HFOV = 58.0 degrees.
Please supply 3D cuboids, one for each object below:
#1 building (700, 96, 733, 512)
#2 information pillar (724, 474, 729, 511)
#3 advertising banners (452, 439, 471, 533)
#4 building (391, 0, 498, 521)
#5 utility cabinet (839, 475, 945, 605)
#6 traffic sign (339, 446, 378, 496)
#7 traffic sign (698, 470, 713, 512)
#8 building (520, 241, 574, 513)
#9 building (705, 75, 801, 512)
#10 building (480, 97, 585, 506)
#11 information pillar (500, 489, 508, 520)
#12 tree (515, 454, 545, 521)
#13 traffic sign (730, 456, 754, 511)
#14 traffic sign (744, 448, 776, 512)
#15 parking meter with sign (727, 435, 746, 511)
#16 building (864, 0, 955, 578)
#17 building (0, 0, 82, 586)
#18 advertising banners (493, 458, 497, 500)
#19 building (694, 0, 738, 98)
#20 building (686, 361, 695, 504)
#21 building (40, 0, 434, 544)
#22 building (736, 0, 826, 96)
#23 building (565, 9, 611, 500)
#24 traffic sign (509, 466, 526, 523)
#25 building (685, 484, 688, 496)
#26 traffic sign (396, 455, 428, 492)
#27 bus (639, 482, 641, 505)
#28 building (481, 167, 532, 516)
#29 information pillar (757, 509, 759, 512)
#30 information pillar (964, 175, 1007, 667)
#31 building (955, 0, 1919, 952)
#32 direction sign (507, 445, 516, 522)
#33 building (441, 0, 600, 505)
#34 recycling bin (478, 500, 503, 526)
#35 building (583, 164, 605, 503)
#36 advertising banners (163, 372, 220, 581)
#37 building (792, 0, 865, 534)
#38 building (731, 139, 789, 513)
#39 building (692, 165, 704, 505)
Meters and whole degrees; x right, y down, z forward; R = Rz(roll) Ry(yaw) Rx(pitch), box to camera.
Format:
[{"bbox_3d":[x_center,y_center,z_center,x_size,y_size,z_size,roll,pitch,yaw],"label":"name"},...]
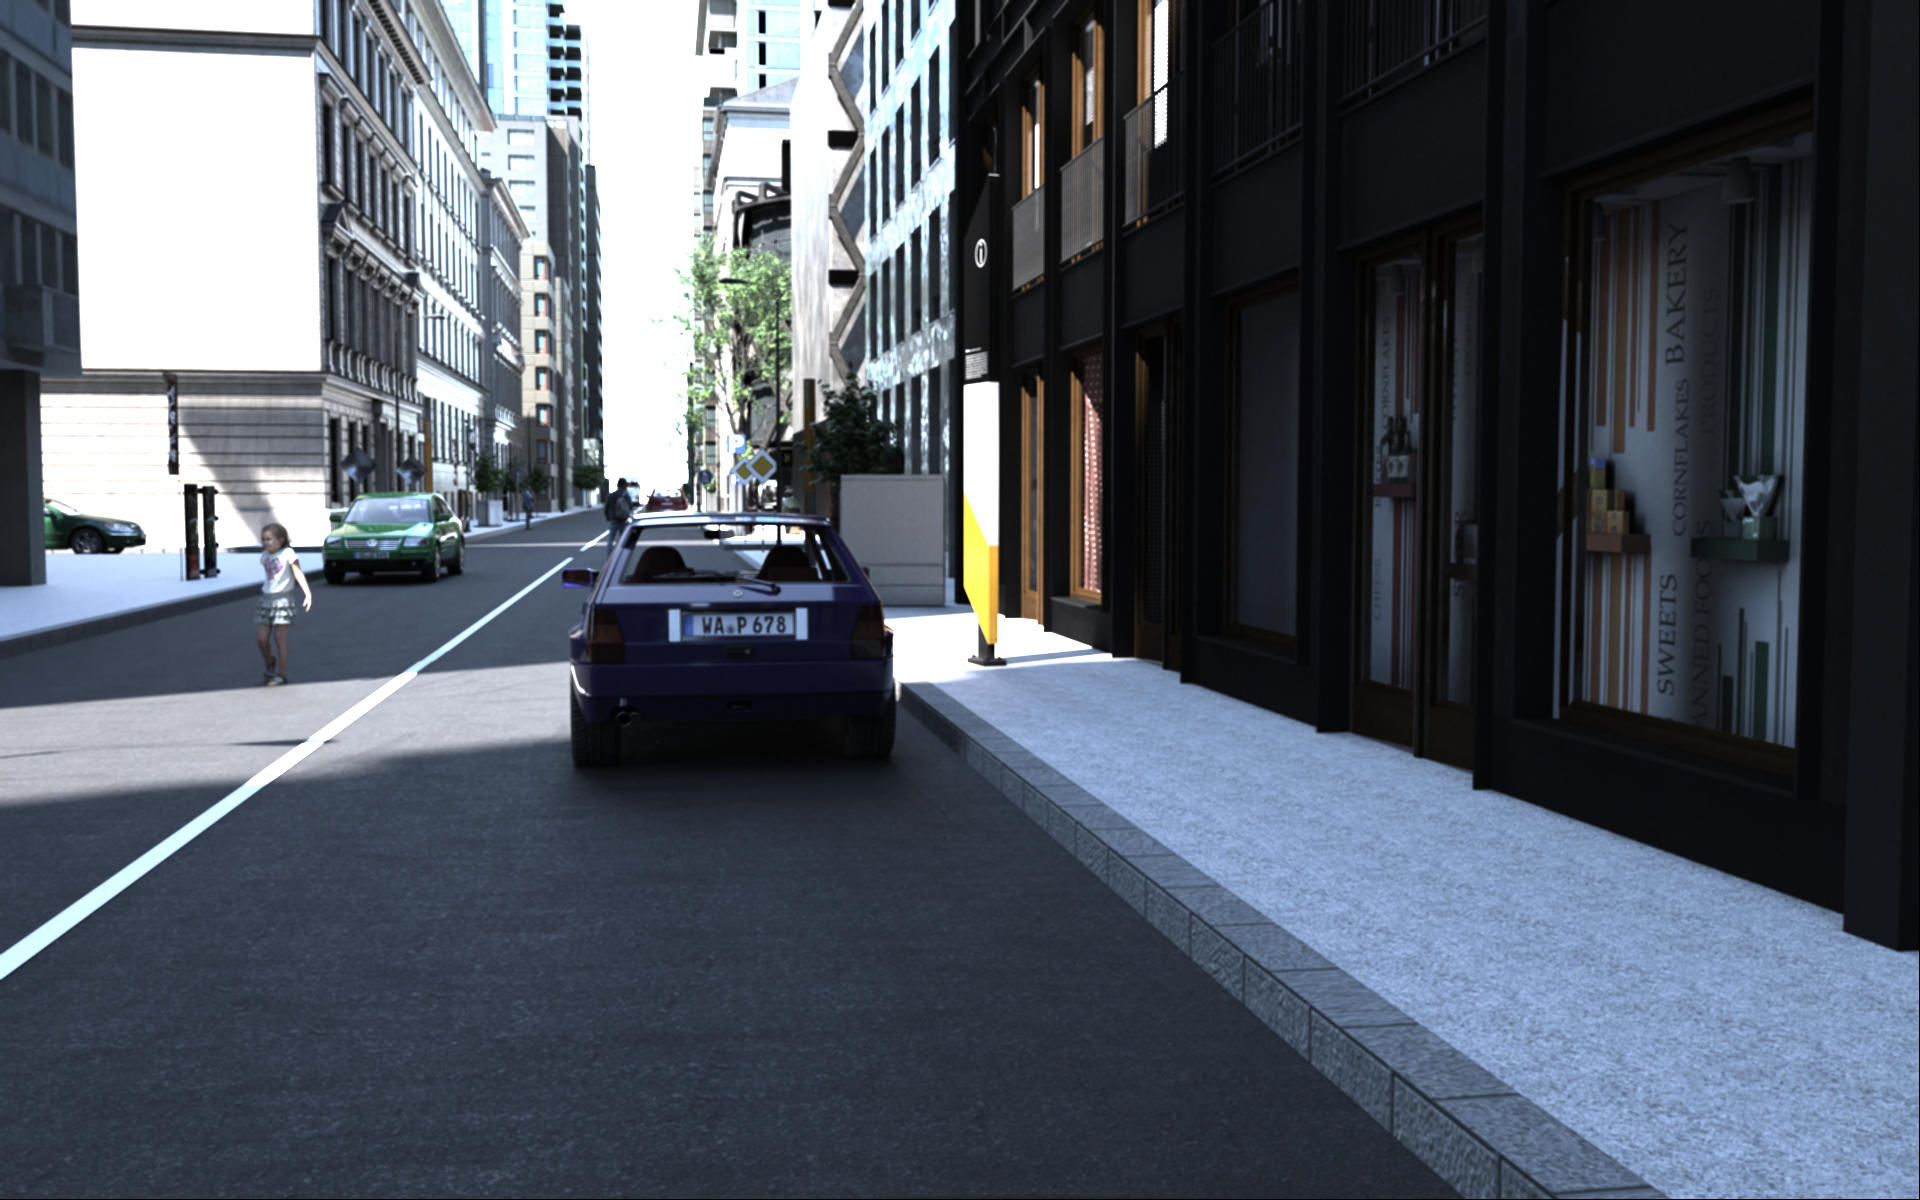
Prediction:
[{"bbox_3d":[-12.368,-21.938,130.384,14.160,30.474,14.107,-1,4,-10],"label":"building"},{"bbox_3d":[-8.444,-3.601,63.366,0.304,2.012,0.304,-1,4,-17],"label":"information pillar"},{"bbox_3d":[-16.225,-3.678,56.322,0.090,3.025,2.074,0,4,-2],"label":"advertising banners"},{"bbox_3d":[-29.940,-14.871,76.419,16.112,22.955,30.059,-1,4,-10],"label":"building"},{"bbox_3d":[-0.761,-0.680,19.790,1.173,1.500,0.318,0,4,2],"label":"utility cabinet"},{"bbox_3d":[-12.634,-2.004,36.402,0.795,2.450,0.064,-1,4,-10],"label":"traffic sign"},{"bbox_3d":[-13.240,-5.505,90.109,0.768,2.556,0.104,0,4,-1],"label":"traffic sign"},{"bbox_3d":[-44.226,-17.461,130.525,27.650,21.520,28.899,-1,4,-10],"label":"building"},{"bbox_3d":[-9.233,-19.007,108.022,12.463,27.353,25.104,-1,4,-10],"label":"building"},{"bbox_3d":[-46.877,-30.414,180.870,14.154,41.232,14.086,-1,4,-10],"label":"building"},{"bbox_3d":[-22.162,-4.875,84.198,0.304,2.012,0.304,-2,4,-32],"label":"information pillar"},{"bbox_3d":[-21.031,-5.372,82.426,1.663,3.219,1.824,0,3,0],"label":"tree"},{"bbox_3d":[-5.670,-2.571,45.685,0.795,2.450,0.064,-1,4,-10],"label":"traffic sign"},{"bbox_3d":[-4.309,-2.090,37.816,0.795,2.450,0.064,-1,4,-10],"label":"traffic sign"},{"bbox_3d":[-6.656,-3.386,51.624,0.543,3.016,1.738,0,4,-7],"label":"parking meter with sign"},{"bbox_3d":[4.535,-10.665,29.126,10.420,20.320,16.860,-1,4,-10],"label":"building"},{"bbox_3d":[-23.096,-19.820,15.937,23.993,40.220,32.217,-1,4,-10],"label":"building"},{"bbox_3d":[-19.210,-4.611,71.578,0.090,3.025,2.074,-1,4,-16],"label":"advertising banners"},{"bbox_3d":[-13.001,-36.268,182.214,28.713,52.752,27.495,-1,4,-10],"label":"building"},{"bbox_3d":[-24.017,-24.282,242.048,27.650,21.520,28.899,-1,4,-10],"label":"building"},{"bbox_3d":[-22.616,-11.505,52.733,10.561,19.102,19.286,-1,4,-10],"label":"building"},{"bbox_3d":[-10.671,-51.333,151.960,22.319,86.520,31.000,-1,4,-10],"label":"building"},{"bbox_3d":[-63.539,-50.290,260.490,20.563,71.187,20.611,-1,4,-10],"label":"building"},{"bbox_3d":[-19.928,-4.765,78.014,0.768,2.556,0.104,0,4,-6],"label":"traffic sign"},{"bbox_3d":[-26.739,-35.224,267.795,32.217,40.220,23.993,-1,4,-10],"label":"building"},{"bbox_3d":[-13.995,-2.485,44.271,0.795,2.450,0.064,-1,4,-10],"label":"traffic sign"},{"bbox_3d":[-44.528,-14.639,234.204,2.948,3.499,13.247,-1,4,-10],"label":"bus"},{"bbox_3d":[-31.825,-16.262,102.041,11.583,22.565,21.152,-1,4,-10],"label":"building"},{"bbox_3d":[-9.071,-4.401,76.445,0.304,2.012,0.304,3,5,39],"label":"information pillar"},{"bbox_3d":[0.167,-1.324,13.007,0.183,3.616,0.504,-1,4,-22],"label":"information pillar"},{"bbox_3d":[7.342,-11.210,12.958,12.332,23.373,15.834,-1,4,-10],"label":"building"},{"bbox_3d":[-20.626,-5.354,79.527,0.379,3.537,0.876,-1,4,-17],"label":"direction sign"},{"bbox_3d":[-56.022,-55.061,212.917,22.319,86.520,31.000,-1,4,-10],"label":"building"},{"bbox_3d":[-18.719,-3.454,69.022,0.722,1.027,0.722,3,4,37],"label":"recycling bin"},{"bbox_3d":[-60.658,-37.689,239.917,21.300,48.544,21.600,-1,4,-10],"label":"building"},{"bbox_3d":[-11.478,-1.815,25.864,0.090,3.025,2.074,0,4,-5],"label":"advertising banners"},{"bbox_3d":[3.538,-11.540,56.133,16.811,18.784,16.820,-1,4,-10],"label":"building"},{"bbox_3d":[-3.109,-13.482,87.878,16.820,18.784,16.811,-1,4,-10],"label":"building"},{"bbox_3d":[-26.647,-32.745,218.969,14.154,41.232,14.086,-1,4,-10],"label":"building"}]
